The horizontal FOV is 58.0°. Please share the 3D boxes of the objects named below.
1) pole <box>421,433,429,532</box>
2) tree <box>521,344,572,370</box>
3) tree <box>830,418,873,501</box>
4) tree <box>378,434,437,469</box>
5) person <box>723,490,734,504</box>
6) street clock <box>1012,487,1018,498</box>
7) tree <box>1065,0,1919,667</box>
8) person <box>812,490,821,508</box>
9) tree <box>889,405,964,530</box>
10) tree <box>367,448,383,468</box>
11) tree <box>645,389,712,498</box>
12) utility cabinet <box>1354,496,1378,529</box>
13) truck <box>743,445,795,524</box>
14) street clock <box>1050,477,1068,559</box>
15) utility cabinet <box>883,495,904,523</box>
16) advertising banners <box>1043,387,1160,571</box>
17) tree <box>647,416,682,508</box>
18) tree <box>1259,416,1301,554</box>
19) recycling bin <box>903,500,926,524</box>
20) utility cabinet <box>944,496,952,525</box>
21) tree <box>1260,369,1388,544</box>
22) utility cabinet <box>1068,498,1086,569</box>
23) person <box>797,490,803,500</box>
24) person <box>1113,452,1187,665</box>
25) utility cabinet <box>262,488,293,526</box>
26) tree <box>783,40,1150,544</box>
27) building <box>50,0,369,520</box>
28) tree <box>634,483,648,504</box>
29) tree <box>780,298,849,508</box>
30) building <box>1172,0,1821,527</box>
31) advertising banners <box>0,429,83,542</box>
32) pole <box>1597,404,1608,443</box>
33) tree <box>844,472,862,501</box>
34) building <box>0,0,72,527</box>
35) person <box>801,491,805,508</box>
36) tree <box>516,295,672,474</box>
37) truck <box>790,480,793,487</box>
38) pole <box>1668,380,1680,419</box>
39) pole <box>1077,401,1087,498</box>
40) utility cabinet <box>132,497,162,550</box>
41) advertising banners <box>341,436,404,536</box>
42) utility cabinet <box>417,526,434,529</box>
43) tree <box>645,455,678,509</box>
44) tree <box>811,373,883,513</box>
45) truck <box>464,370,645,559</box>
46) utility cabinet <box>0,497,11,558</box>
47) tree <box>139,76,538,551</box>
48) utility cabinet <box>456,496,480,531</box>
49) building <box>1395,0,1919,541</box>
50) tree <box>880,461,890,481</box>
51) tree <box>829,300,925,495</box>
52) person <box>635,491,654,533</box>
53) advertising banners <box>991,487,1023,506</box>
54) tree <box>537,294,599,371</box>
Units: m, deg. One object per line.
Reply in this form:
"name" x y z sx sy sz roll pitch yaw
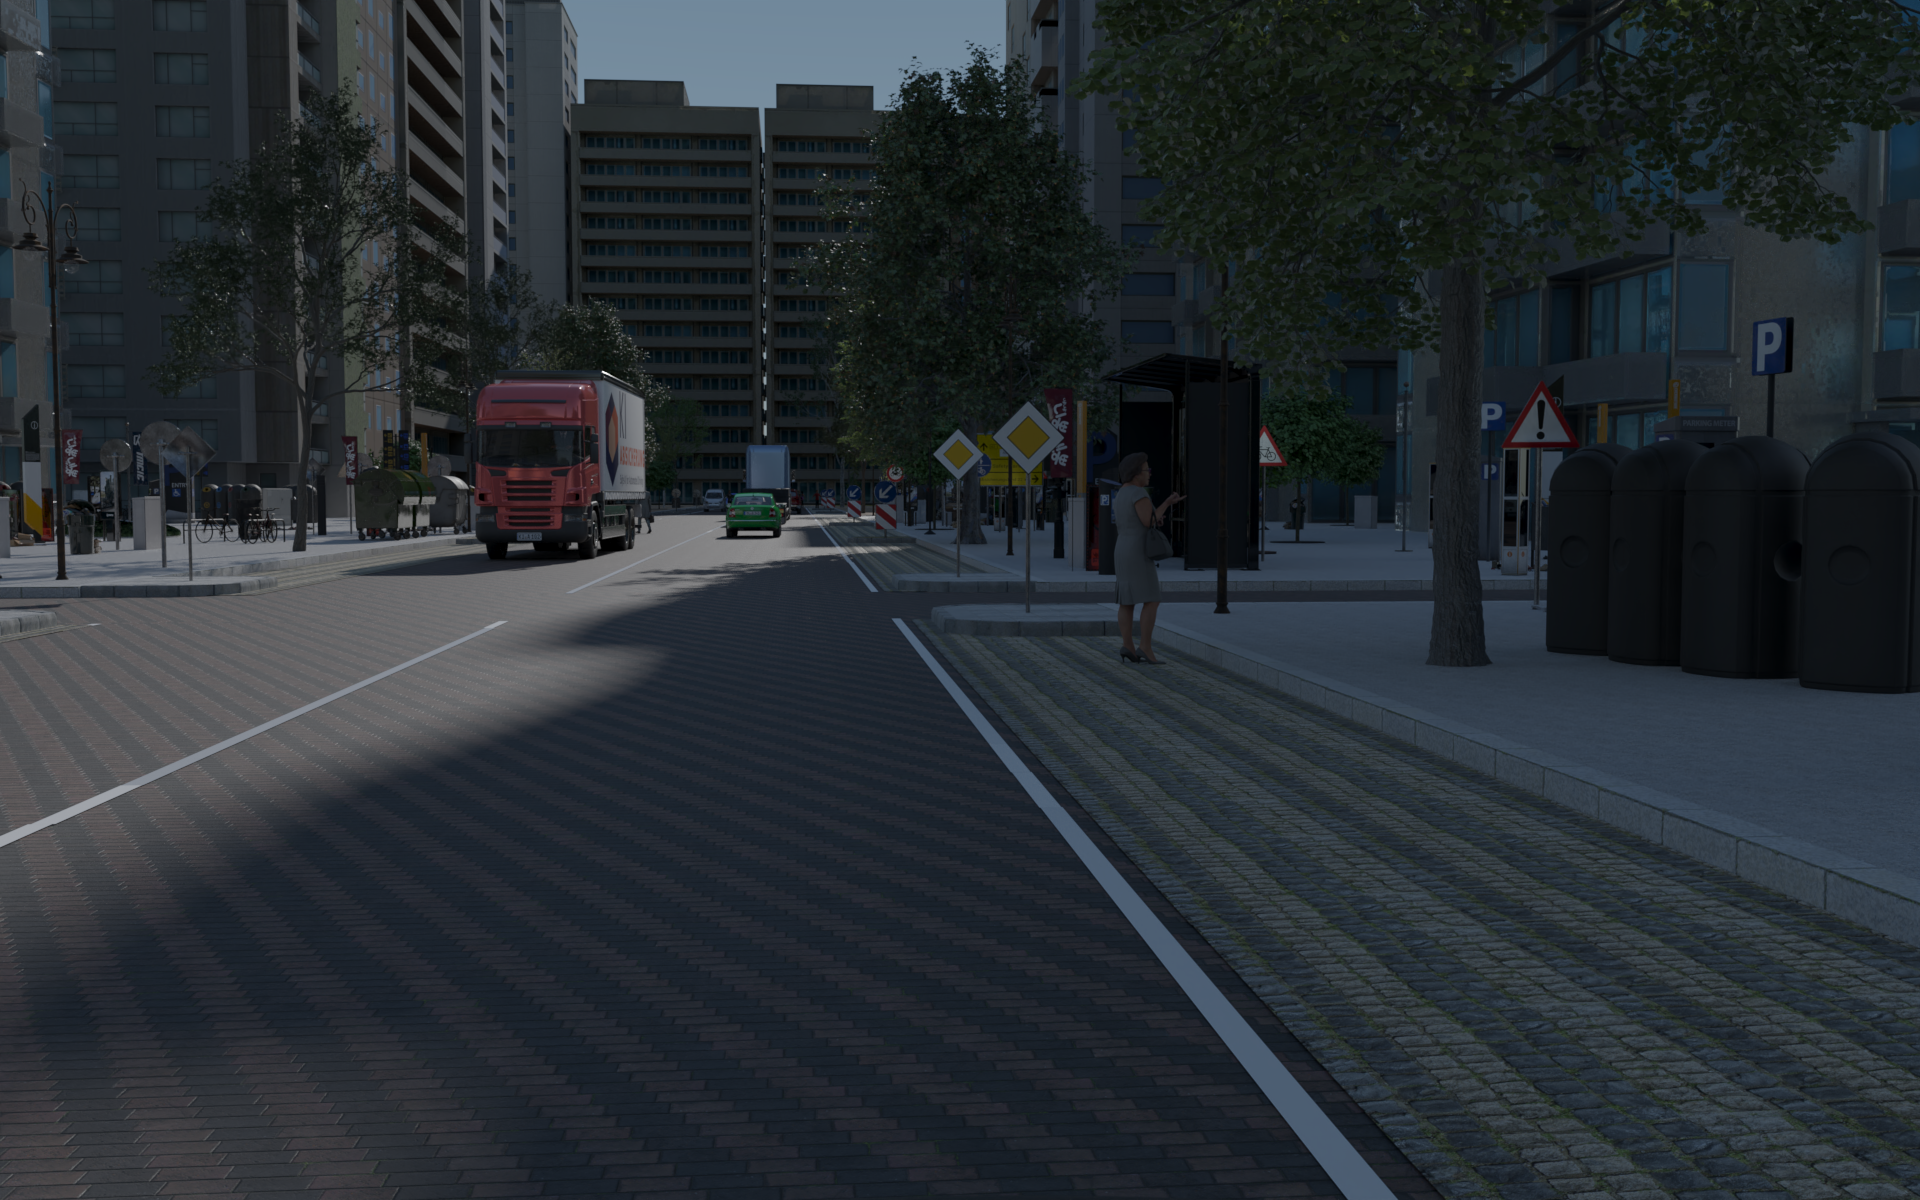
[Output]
"pole" -17.892 -3.919 57.911 0.158 3.312 0.155 0 3 0
"tree" -19.341 -8.171 83.962 4.360 8.622 3.978 0 3 0
"tree" -8.891 -11.818 143.593 4.737 8.622 4.395 0 3 0
"tree" -28.834 -6.505 90.073 4.285 4.588 4.351 0 3 0
"person" -17.777 -7.625 133.890 1.217 1.735 0.721 -2 4 -27
"street clock" 2.363 -4.361 75.880 0.358 2.002 0.471 -1 4 -9
"tree" 3.867 -5.758 12.267 7.486 12.596 7.792 0 3 0
"person" -13.270 -9.343 161.201 1.348 1.831 0.705 -3 5 -40
"tree" -0.863 -4.792 62.058 4.285 4.588 4.351 0 3 0
"tree" -24.693 -4.790 72.910 1.663 3.219 1.824 0 3 0
"tree" -28.103 -15.007 171.116 9.928 11.665 9.643 0 3 0
"utility cabinet" 15.045 -3.243 64.184 0.306 1.237 1.020 -2 4 -24
"truck" -10.144 -6.131 90.000 2.967 4.110 18.799 0 4 -5
"street clock" 1.976 -1.831 34.509 0.358 2.002 0.471 1 4 16
"utility cabinet" -2.879 -4.029 77.038 1.020 1.237 0.306 1 4 9
"advertising banners" 2.354 -1.994 28.789 2.074 3.025 0.090 -1 4 -18
"tree" -27.752 -12.874 160.856 4.737 8.622 4.395 0 3 0
"tree" 6.202 -2.600 37.108 1.663 3.219 1.824 0 3 0
"recycling bin" -1.960 -3.811 74.868 0.722 1.027 0.722 -3 5 -44
"utility cabinet" -0.510 -3.671 71.190 0.306 1.237 1.020 0 4 -5
"tree" 8.813 -3.776 45.456 4.285 4.588 4.351 0 3 0
"utility cabinet" 2.168 -1.169 30.281 0.306 1.237 1.020 -1 4 -12
"person" -12.595 -7.802 136.591 0.721 1.766 1.217 1 4 12
"person" 1.597 -0.347 14.535 0.532 1.782 0.716 -1 4 -19
"utility cabinet" -26.924 -3.651 68.378 0.318 1.500 1.173 2 4 29
"tree" 0.267 -7.789 44.350 9.611 12.733 9.660 0 3 0
"building" -40.098 -24.886 90.486 14.154 41.232 14.086 0 4 -5
"tree" -23.269 -7.949 124.575 1.663 3.219 1.824 0 3 0
"tree" -10.786 -18.947 165.665 12.611 20.169 13.585 0 3 0
"building" 23.506 -28.656 88.132 23.786 49.044 30.456 0 4 -5
"advertising banners" -24.592 -3.070 46.380 2.074 3.025 0.090 -1 4 -20
"pole" 14.490 -2.770 39.141 0.158 3.312 0.155 0 3 0
"tree" -9.177 -9.357 147.587 1.663 3.219 1.824 0 3 0
"building" -44.018 -26.573 54.075 23.786 49.044 30.456 0 4 -5
"person" -16.199 -10.258 176.900 0.721 1.739 1.217 3 4 37
"tree" -21.375 -11.203 100.177 9.611 12.733 9.660 0 3 0
"truck" -16.122 -9.906 150.875 2.839 4.237 11.283 0 4 -4
"pole" 12.730 -2.270 30.954 0.158 3.312 0.155 0 3 0
"pole" 2.669 -2.700 37.983 0.158 3.312 0.155 0 3 0
"utility cabinet" -18.851 -1.773 40.157 0.306 1.237 1.020 0 4 -5
"advertising banners" -17.792 -3.449 52.583 0.090 3.025 2.074 3 5 42
"utility cabinet" -19.299 -3.108 61.983 1.020 1.237 0.306 0 4 -2
"tree" -25.205 -9.860 144.930 4.285 4.588 4.351 0 3 0
"tree" -6.182 -11.038 114.881 8.767 10.594 7.601 3 5 39
"truck" -9.446 -3.221 41.585 2.839 4.237 11.283 0 4 -4
"utility cabinet" -19.283 -1.417 34.324 0.306 1.237 1.020 0 4 5
"tree" -14.439 -6.360 38.398 7.601 10.594 8.767 0 4 2
"utility cabinet" -17.404 -3.065 61.268 0.306 1.237 1.020 2 4 35
"building" 29.048 -26.406 51.345 30.456 49.044 23.786 0 4 -5
"tree" -3.939 -8.858 95.182 4.360 8.622 3.978 0 3 0
"tree" -2.837 -10.346 87.284 7.486 12.596 7.792 0 3 0
"person" -11.515 -3.325 62.960 0.694 1.812 0.767 -3 5 -39
"advertising banners" 2.161 -5.206 81.298 2.074 3.025 0.090 2 4 28
"tree" -17.625 -8.143 67.558 8.767 10.594 7.601 2 4 25
